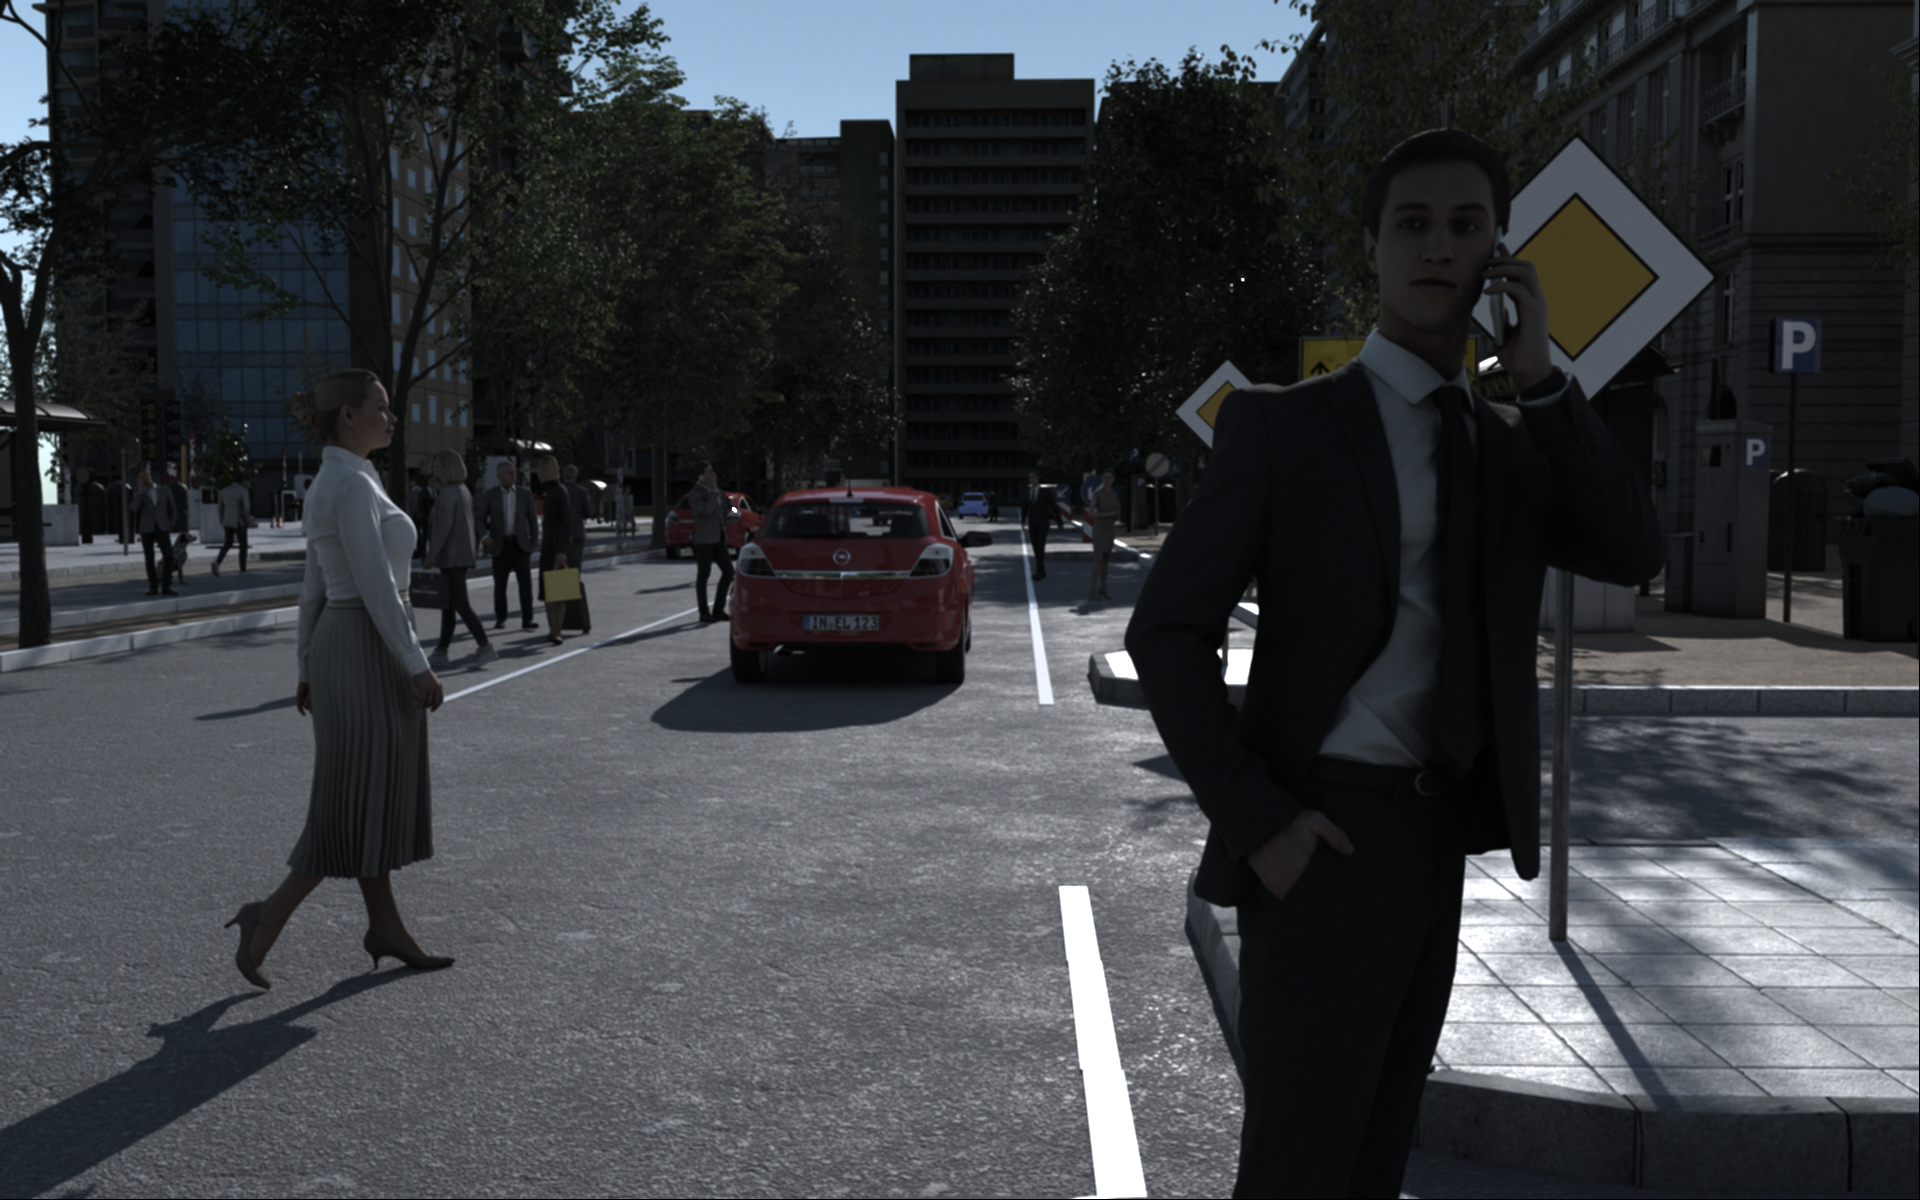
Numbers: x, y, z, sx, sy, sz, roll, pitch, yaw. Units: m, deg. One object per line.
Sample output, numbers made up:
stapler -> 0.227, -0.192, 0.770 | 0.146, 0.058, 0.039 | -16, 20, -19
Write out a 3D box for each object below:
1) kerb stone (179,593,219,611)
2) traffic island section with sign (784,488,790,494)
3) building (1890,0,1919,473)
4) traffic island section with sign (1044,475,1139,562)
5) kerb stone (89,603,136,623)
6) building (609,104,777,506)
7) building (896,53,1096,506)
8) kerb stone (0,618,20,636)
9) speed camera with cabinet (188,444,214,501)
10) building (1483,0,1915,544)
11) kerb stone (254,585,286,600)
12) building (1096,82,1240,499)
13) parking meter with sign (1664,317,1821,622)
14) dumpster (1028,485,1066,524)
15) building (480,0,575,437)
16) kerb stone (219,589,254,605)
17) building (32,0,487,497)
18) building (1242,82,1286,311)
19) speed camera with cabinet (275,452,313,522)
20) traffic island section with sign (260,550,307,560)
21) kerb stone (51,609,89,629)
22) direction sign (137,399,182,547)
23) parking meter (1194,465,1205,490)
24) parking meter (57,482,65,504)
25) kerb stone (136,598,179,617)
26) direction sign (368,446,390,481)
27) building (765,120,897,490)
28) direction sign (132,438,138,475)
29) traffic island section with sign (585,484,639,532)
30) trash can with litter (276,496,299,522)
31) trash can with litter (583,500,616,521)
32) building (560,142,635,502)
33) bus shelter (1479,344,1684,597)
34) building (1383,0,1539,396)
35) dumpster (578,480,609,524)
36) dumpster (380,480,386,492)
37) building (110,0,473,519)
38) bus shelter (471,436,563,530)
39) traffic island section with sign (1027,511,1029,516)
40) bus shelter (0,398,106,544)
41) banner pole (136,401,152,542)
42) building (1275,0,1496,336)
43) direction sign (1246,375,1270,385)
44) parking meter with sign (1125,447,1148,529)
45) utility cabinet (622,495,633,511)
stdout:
kerb stone -> -9.562, 0.037, 21.584 | 0.120, 0.150, 1.000 | 0, 4, 2
traffic island section with sign -> -11.603, -6.541, 115.574 | 1.989, 1.847, 2.006 | 0, 4, 2
building -> 32.858, -14.349, 31.872 | 25.104, 27.353, 12.463 | 0, 4, 2
traffic island section with sign -> 2.825, -1.770, 37.570 | 1.989, 1.847, 2.006 | 0, 4, 2
kerb stone -> -9.634, 0.163, 19.538 | 0.120, 0.150, 1.000 | 0, 4, 2
building -> -35.678, -33.216, 197.700 | 28.867, 44.769, 22.147 | 0, 4, 2
building -> 4.064, -34.932, 194.846 | 21.600, 48.544, 21.300 | 0, 4, 2
kerb stone -> -9.702, 0.288, 17.489 | 0.120, 0.150, 1.000 | 0, 4, 2
speed camera with cabinet -> -30.420, -4.526, 68.333 | 2.038, 3.252, 0.660 | 2, 4, 25
building -> 26.247, -13.033, 54.894 | 13.314, 21.916, 24.055 | 0, 4, 2
kerb stone -> -9.495, -0.087, 23.629 | 0.120, 0.150, 1.000 | 0, 4, 2
building -> 22.388, -33.114, 191.527 | 14.200, 45.320, 14.600 | 0, 4, 2
parking meter with sign -> 8.050, -1.332, 18.032 | 0.543, 3.016, 1.738 | -1, 4, -16
dumpster -> 4.113, -4.485, 81.551 | 1.865, 1.857, 1.264 | 0, 4, 0
building -> -38.896, -28.330, 117.815 | 22.147, 44.769, 28.867 | 0, 4, 2
kerb stone -> -9.532, -0.025, 22.606 | 0.120, 0.150, 1.000 | 0, 4, 2
building -> -56.897, -29.766, 141.304 | 28.867, 44.769, 22.147 | 0, 4, 2
building -> 36.598, -33.119, 191.605 | 14.200, 45.320, 14.600 | 0, 4, 2
speed camera with cabinet -> -31.211, -5.303, 81.047 | 0.660, 3.252, 2.038 | 2, 4, 24
traffic island section with sign -> -14.134, -1.820, 38.383 | 1.989, 1.847, 2.006 | 0, 4, 2
kerb stone -> -9.668, 0.228, 18.517 | 0.120, 0.150, 1.000 | 0, 4, 2
direction sign -> -19.203, -3.039, 41.681 | 0.876, 3.537, 0.379 | -2, 4, -34
parking meter -> 5.394, -2.021, 38.754 | 0.255, 1.863, 0.399 | -1, 4, -9
parking meter -> -43.787, -4.819, 84.502 | 0.255, 1.863, 0.399 | 2, 4, 35
kerb stone -> -9.606, 0.100, 20.562 | 0.120, 0.150, 1.000 | 0, 4, 2
direction sign -> -19.344, -4.027, 57.833 | 0.876, 3.537, 0.379 | 1, 4, 15
building -> -14.189, -31.137, 192.689 | 14.086, 41.232, 14.154 | 0, 4, 2
direction sign -> -33.249, -4.785, 70.238 | 0.876, 3.537, 0.379 | 2, 4, 26
traffic island section with sign -> -13.243, -3.481, 65.544 | 1.989, 1.847, 2.006 | 0, 4, 2
trash can with litter -> -30.645, -4.120, 78.745 | 0.624, 1.170, 1.055 | 3, 5, 44
trash can with litter -> -16.786, -4.358, 82.303 | 2.233, 1.210, 1.678 | 0, 4, 1
building -> -35.014, -22.815, 144.718 | 14.107, 30.474, 14.160 | 0, 4, 2
bus shelter -> 7.921, -1.841, 24.016 | 2.014, 3.302, 5.546 | 0, 4, 2
building -> 26.063, -15.178, 77.038 | 11.050, 23.489, 19.941 | 0, 4, 2
dumpster -> -15.834, -4.198, 74.401 | 1.264, 1.857, 1.865 | 0, 4, 2
dumpster -> -19.244, -3.201, 54.824 | 1.502, 2.255, 1.985 | 0, 4, 2
building -> -36.302, -27.262, 95.840 | 14.600, 45.320, 14.200 | 0, 4, 2
bus shelter -> -16.244, -4.255, 63.486 | 2.014, 3.302, 5.546 | 0, 4, 2
traffic island section with sign -> 5.341, -6.487, 114.685 | 1.989, 1.847, 2.006 | 0, 4, 2
bus shelter -> -20.134, -2.572, 35.975 | 2.014, 3.302, 5.546 | 0, 4, 2
banner pole -> -22.072, -3.483, 46.968 | 0.401, 3.779, 0.863 | 0, 4, -3
building -> 38.717, -27.181, 136.295 | 32.217, 40.220, 23.993 | 0, 4, 2
direction sign -> 5.757, -2.517, 33.150 | 0.876, 3.537, 0.379 | -2, 4, -30
parking meter with sign -> 6.553, -4.126, 63.713 | 0.543, 3.016, 1.738 | -1, 4, -9
utility cabinet -> -16.636, -4.566, 85.818 | 0.306, 1.237, 1.020 | 2, 4, 29
